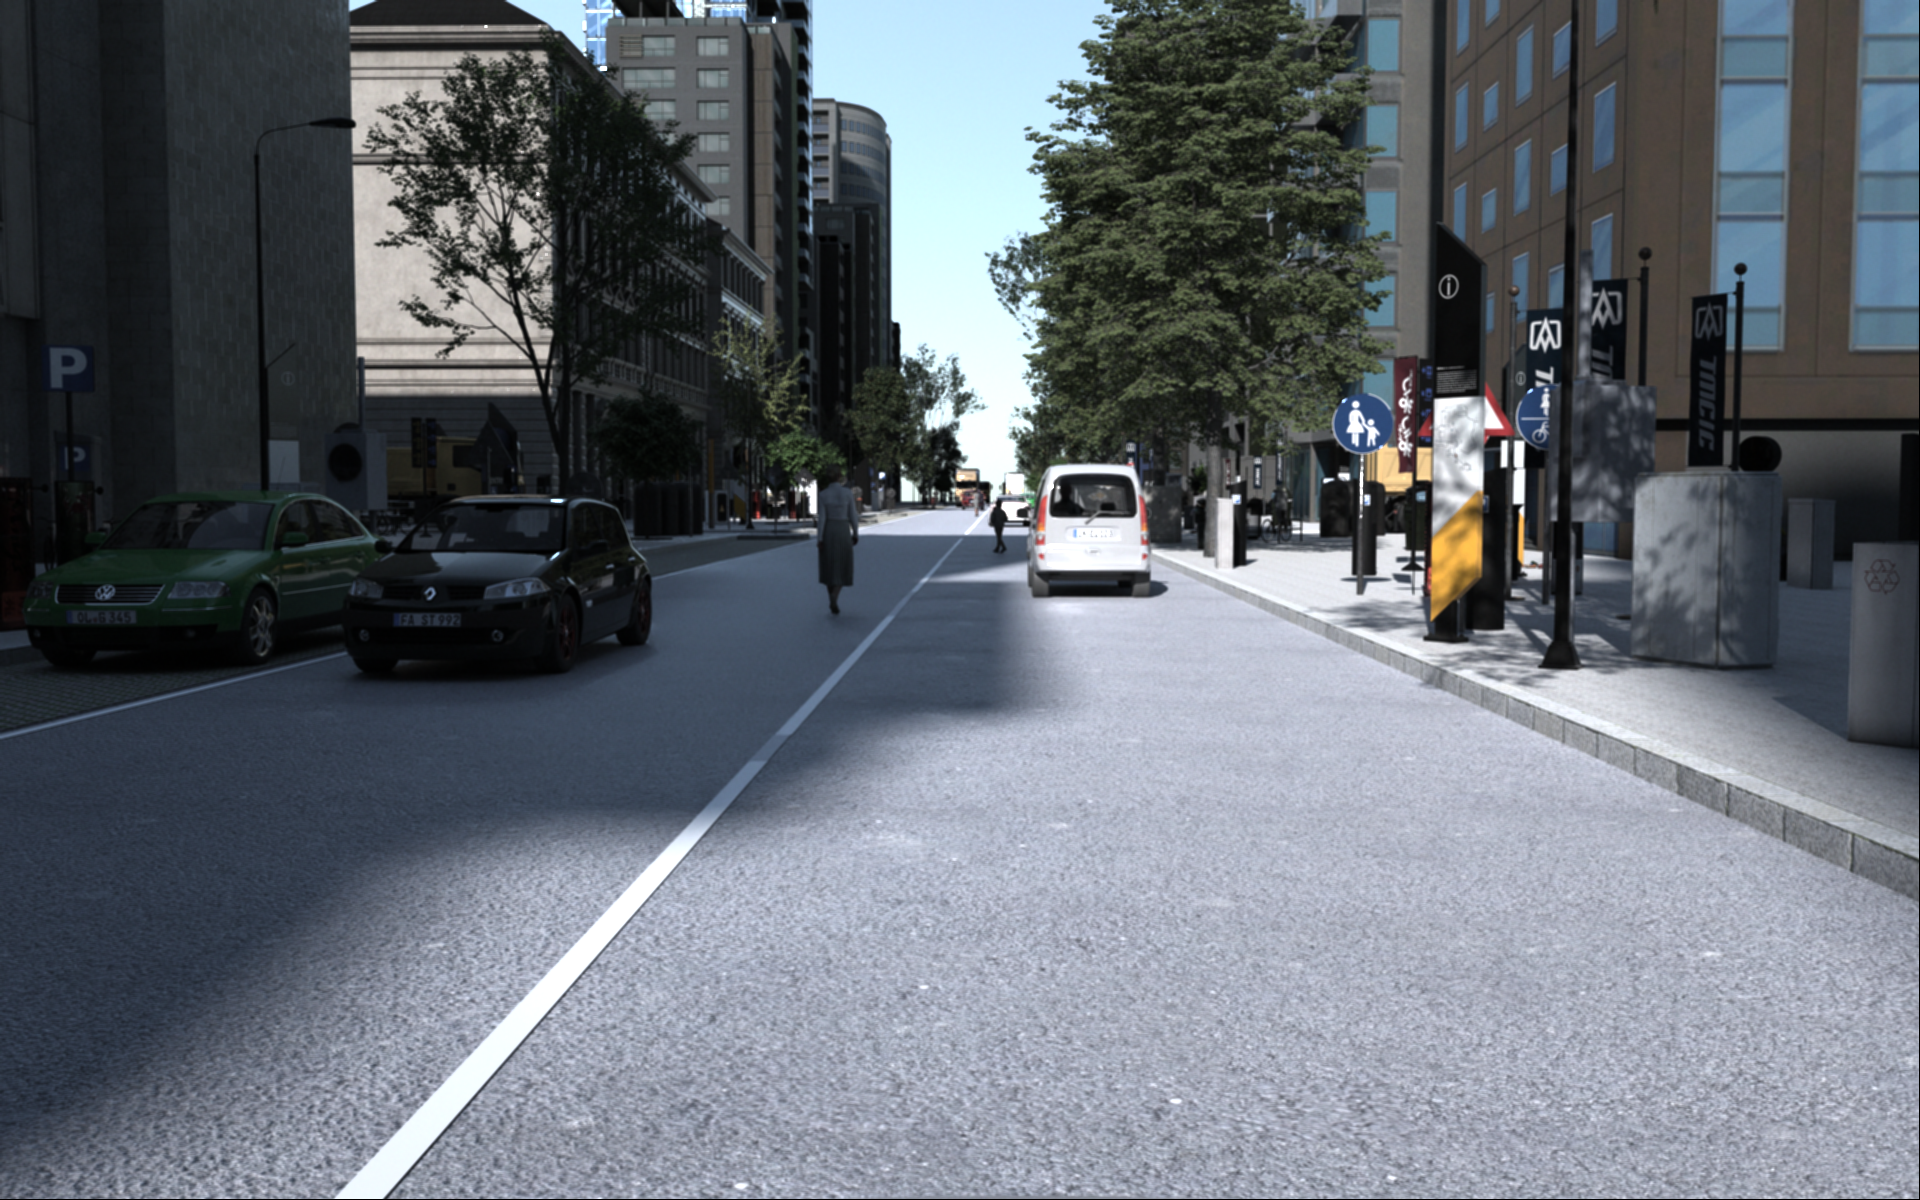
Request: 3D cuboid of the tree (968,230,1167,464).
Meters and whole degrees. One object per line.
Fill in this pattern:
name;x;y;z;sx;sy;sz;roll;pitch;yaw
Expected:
tree;8.203;-15.557;110.251;12.611;20.169;13.585;0;3;0

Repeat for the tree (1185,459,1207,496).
tree;13.288;-6.220;96.299;1.663;3.219;1.824;0;3;0

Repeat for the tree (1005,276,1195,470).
tree;7.273;-10.415;87.300;9.611;12.733;9.660;0;3;0

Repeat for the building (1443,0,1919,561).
building;19.685;-23.746;38.365;14.600;45.320;14.200;0;4;1

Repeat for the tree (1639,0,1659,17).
tree;5.007;-4.345;5.457;8.767;10.594;7.601;-2;4;-31

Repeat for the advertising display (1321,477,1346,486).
advertising display;14.364;-3.757;66.640;0.974;1.923;0.123;-1;4;-13

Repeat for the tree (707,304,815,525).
tree;-8.186;-7.219;68.393;4.737;8.622;4.395;0;3;0

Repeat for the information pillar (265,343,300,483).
information pillar;-10.467;-2.169;26.822;0.183;3.616;0.504;3;5;44

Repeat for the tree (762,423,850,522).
tree;-7.561;-5.875;79.771;4.285;4.588;4.351;0;3;0

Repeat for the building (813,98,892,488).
building;-21.567;-43.817;258.413;21.231;58.520;28.212;0;4;1

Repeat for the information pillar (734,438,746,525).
information pillar;-9.194;-4.955;72.374;0.504;3.616;0.183;0;4;-6

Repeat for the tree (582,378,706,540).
tree;-8.914;-3.992;48.980;4.285;4.588;4.351;0;3;0

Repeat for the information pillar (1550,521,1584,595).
information pillar;7.722;-1.071;21.998;0.304;2.012;0.304;3;5;45

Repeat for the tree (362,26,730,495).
tree;-9.398;-6.998;40.169;9.928;11.665;9.643;0;3;0

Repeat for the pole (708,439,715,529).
pole;-9.219;-4.303;64.194;0.158;3.312;0.155;0;3;0

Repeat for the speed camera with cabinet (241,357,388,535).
speed camera with cabinet;-9.355;-1.879;25.055;2.038;3.252;0.660;1;4;13

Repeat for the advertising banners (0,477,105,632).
advertising banners;-8.872;-1.225;16.212;0.090;3.025;2.074;1;4;19

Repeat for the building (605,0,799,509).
building;-21.339;-28.284;146.043;14.154;41.232;14.086;0;4;1

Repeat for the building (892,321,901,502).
building;-16.986;-31.127;280.620;14.160;30.474;14.107;0;4;1

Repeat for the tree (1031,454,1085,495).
tree;7.961;-8.816;127.858;4.285;4.588;4.351;0;3;0

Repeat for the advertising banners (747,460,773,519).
advertising banners;-10.308;-5.613;87.955;2.074;3.025;0.090;1;4;22

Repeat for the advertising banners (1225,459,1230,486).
advertising banners;13.669;-5.505;86.201;0.090;3.025;2.074;3;4;36

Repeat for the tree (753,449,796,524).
tree;-7.747;-4.853;73.950;1.663;3.219;1.824;0;3;0

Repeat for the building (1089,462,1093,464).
building;26.314;-29.806;259.034;14.160;30.474;14.107;0;4;1

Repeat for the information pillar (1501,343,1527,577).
information pillar;8.579;-2.170;26.827;0.504;3.616;0.183;-2;4;-32

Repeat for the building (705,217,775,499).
building;-20.126;-17.447;121.420;11.583;22.565;21.152;0;4;1

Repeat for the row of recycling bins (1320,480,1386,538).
row of recycling bins;11.952;-2.771;52.425;1.069;1.692;3.534;3;4;37

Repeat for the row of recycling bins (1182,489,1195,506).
row of recycling bins;15.353;-7.165;124.255;3.534;1.692;1.069;-1;4;-15

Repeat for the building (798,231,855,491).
building;-19.196;-25.691;191.751;14.160;30.474;14.107;0;4;1

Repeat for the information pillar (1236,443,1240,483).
information pillar;12.689;-5.370;79.150;0.183;3.616;0.504;0;4;-5

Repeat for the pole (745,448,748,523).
pole;-9.591;-5.109;77.379;0.158;3.312;0.155;0;3;0

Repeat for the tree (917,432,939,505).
tree;-4.520;-14.999;195.598;4.737;8.622;4.395;0;3;0

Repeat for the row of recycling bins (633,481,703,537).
row of recycling bins;-9.014;-2.862;53.908;1.069;1.692;3.534;1;4;19

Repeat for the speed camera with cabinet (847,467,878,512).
speed camera with cabinet;-6.978;-8.031;125.643;2.038;3.252;0.660;-1;4;-14

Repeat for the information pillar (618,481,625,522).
information pillar;-15.512;-4.582;79.409;0.304;2.012;0.304;0;4;-6

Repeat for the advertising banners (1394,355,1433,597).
advertising banners;5.928;-1.542;21.407;0.090;3.025;2.074;-1;4;-19

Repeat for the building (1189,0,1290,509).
building;27.515;-41.700;120.049;20.563;71.187;20.611;0;4;1

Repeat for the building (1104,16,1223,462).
building;30.902;-36.777;190.535;28.713;52.752;27.495;0;4;1

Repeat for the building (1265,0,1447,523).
building;29.671;-28.169;80.170;30.456;49.044;23.786;0;4;1

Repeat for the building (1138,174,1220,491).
building;23.316;-23.529;156.402;14.160;30.474;14.107;0;4;1

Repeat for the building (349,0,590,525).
building;-21.491;-15.420;81.002;11.050;23.489;19.941;0;4;1

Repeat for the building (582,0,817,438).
building;-24.771;-52.293;167.659;22.319;86.520;31.000;0;4;1

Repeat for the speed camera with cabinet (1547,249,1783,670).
speed camera with cabinet;5.464;-1.174;13.529;0.660;3.252;2.038;-1;4;-18

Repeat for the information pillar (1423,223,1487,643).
information pillar;4.273;-1.439;14.883;0.183;3.616;0.504;-3;4;-36

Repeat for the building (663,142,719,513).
building;-21.115;-16.638;100.903;11.050;23.489;19.941;0;4;1

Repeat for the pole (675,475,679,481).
pole;-14.645;-5.862;89.692;0.158;3.312;0.155;0;3;0

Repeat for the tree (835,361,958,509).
tree;-6.615;-14.215;149.421;9.611;12.733;9.660;0;3;0

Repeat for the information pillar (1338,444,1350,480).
information pillar;15.131;-4.702;68.224;0.504;3.616;0.183;-1;4;-19

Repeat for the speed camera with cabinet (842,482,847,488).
speed camera with cabinet;-8.208;-8.211;128.579;0.660;3.252;2.038;2;4;24

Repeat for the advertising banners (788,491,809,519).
advertising banners;-8.532;-5.634;88.310;0.090;3.025;2.074;3;5;44

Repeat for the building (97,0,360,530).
building;-24.830;-11.421;41.487;16.860;20.320;10.420;0;4;1

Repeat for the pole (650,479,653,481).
pole;-11.700;-4.400;65.784;0.158;3.312;0.155;0;3;0

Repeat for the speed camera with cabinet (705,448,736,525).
speed camera with cabinet;-9.983;-4.849;73.614;0.660;3.252;2.038;2;4;31

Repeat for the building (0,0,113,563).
building;-22.959;-12.579;23.694;12.078;24.808;19.932;0;4;1

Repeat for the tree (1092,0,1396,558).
tree;4.754;-7.148;35.002;7.486;12.596;7.792;0;3;0

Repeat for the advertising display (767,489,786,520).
advertising display;-9.251;-5.016;87.228;0.974;1.923;0.123;0;4;0

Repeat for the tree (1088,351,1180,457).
tree;7.484;-7.576;74.222;4.360;8.622;3.978;0;3;0

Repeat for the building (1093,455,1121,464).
building;25.741;-34.282;244.104;14.154;41.232;14.086;0;4;1

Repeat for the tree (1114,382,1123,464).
tree;9.565;-8.879;95.530;4.737;8.622;4.395;0;3;0

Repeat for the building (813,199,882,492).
building;-18.101;-33.835;236.793;14.154;41.232;14.086;0;4;1
